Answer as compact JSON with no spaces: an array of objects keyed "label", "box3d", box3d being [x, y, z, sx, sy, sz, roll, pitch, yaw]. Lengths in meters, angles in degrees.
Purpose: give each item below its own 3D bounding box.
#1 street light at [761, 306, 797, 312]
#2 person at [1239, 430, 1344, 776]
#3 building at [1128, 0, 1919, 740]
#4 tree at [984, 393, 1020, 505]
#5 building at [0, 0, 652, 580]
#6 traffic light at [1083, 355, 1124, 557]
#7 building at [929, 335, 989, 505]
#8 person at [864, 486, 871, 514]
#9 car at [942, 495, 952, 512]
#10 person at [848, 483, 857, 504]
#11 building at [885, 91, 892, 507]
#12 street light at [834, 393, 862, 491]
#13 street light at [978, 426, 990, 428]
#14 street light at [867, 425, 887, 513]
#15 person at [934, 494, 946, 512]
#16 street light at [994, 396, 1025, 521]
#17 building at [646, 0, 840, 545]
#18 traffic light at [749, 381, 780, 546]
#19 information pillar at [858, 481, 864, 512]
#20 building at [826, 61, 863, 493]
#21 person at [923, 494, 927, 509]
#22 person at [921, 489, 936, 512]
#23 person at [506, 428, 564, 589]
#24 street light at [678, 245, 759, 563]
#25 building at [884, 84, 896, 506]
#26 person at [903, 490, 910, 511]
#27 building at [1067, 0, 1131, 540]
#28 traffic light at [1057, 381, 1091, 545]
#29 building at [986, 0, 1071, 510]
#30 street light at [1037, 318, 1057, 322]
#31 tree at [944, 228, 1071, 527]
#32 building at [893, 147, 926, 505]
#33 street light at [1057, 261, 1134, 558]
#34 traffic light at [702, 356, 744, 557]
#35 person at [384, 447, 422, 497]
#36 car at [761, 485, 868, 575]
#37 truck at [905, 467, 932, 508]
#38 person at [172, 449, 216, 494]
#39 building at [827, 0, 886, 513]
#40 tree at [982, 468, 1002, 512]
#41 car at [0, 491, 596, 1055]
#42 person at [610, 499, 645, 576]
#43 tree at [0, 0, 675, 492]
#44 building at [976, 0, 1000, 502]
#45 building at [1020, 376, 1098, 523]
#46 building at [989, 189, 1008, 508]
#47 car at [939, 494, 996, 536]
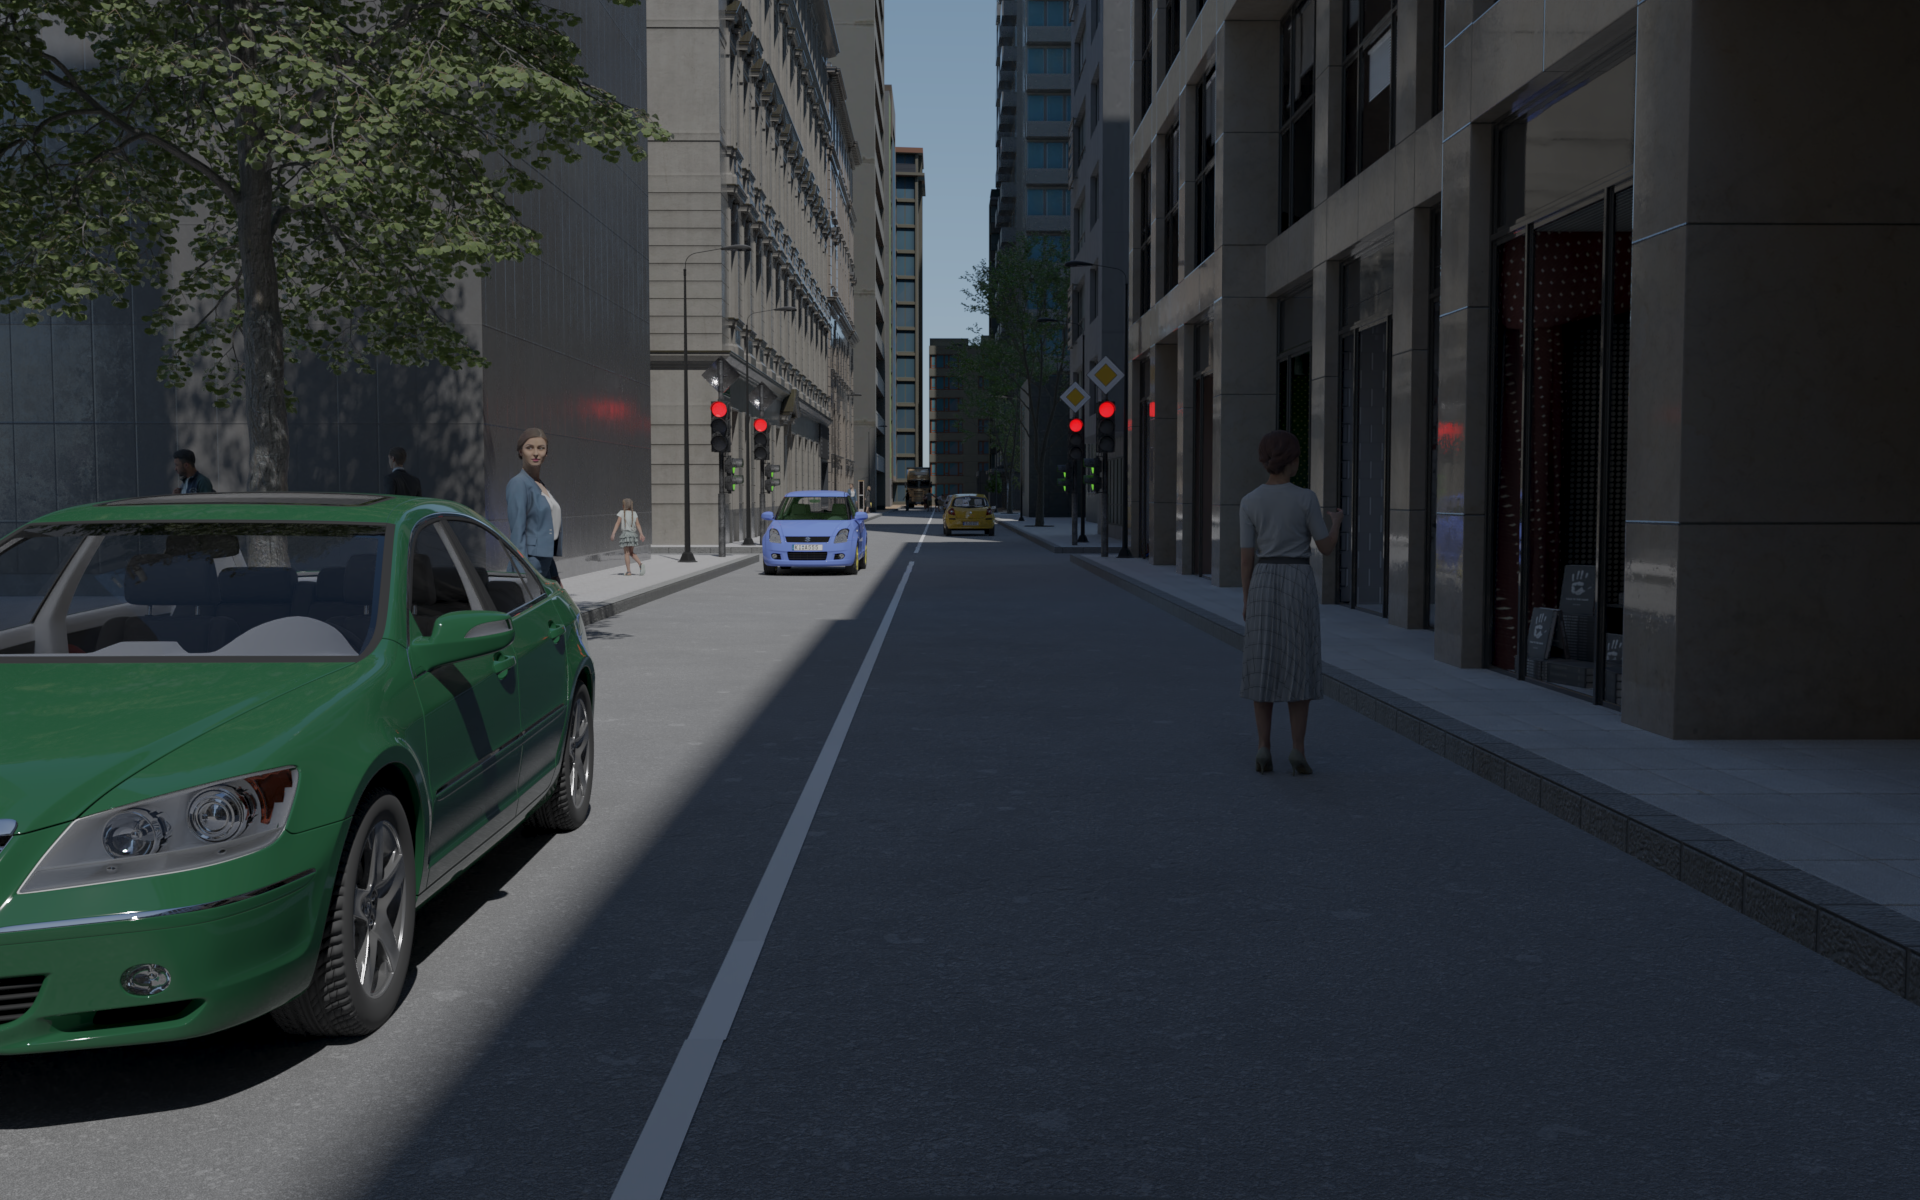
[{"label":"street light","box3d":[-4.735,-4.311,43.024,1.470,5.913,1.316,0,4,-1]},{"label":"person","box3d":[1.698,0.010,8.905,0.480,1.755,0.524,2,4,25]},{"label":"building","box3d":[13.219,-13.052,17.914,19.350,26.468,34.151,0,4,-1]},{"label":"tree","box3d":[3.621,-10.508,122.164,4.737,8.622,4.395,0,3,0]},{"label":"building","box3d":[-20.925,-12.769,27.844,30.058,24.678,14.314,0,4,-1]},{"label":"traffic light","box3d":[2.936,-2.833,35.245,0.839,4.253,0.868,0,4,-1]},{"label":"building","box3d":[10.681,-22.678,215.830,28.899,21.520,27.650,0,4,-1]},{"label":"person","box3d":[-6.239,-6.555,113.427,0.699,1.804,1.509,3,4,36]},{"label":"car","box3d":[-0.282,-7.084,128.179,2.083,1.381,4.827,0,4,-1]},{"label":"person","box3d":[-5.453,-4.961,87.174,0.581,1.822,0.654,0,4,-5]},{"label":"building","box3d":[-14.014,-29.782,170.525,14.154,41.232,14.086,0,4,-1]},{"label":"street light","box3d":[-5.230,-6.573,80.011,1.470,5.913,1.316,0,4,-1]},{"label":"street light","box3d":[1.924,-8.906,118.146,1.470,5.913,1.316,0,4,-1]},{"label":"street light","box3d":[-5.600,-8.829,116.902,1.470,5.913,1.316,0,4,-1]},{"label":"person","box3d":[-1.612,-7.658,136.896,0.799,1.438,0.628,-2,4,-31]},{"label":"street light","box3d":[2.372,-6.693,81.972,1.470,5.913,1.316,0,4,-1]},{"label":"building","box3d":[-14.065,-17.591,64.035,17.030,29.872,44.131,0,4,-1]},{"label":"traffic light","box3d":[-4.910,-3.316,43.131,0.839,4.253,0.868,0,4,-1]},{"label":"information pillar","box3d":[-5.420,-5.533,94.951,0.304,2.012,0.304,0,4,-4]},{"label":"building","box3d":[-12.309,-18.436,98.686,12.463,27.353,25.104,0,4,-1]},{"label":"person","box3d":[-3.295,-9.250,162.921,0.628,1.438,0.799,-2,4,-26]},{"label":"person","box3d":[-2.485,-8.151,141.776,1.348,1.824,0.705,0,4,-1]},{"label":"person","box3d":[-2.586,-0.109,10.314,0.654,1.822,0.581,1,4,22]},{"label":"street light","box3d":[-4.580,-3.660,32.387,1.470,5.913,1.316,0,4,-1]},{"label":"building","box3d":[-14.191,-32.803,186.433,14.200,45.320,14.600,0,4,-1]},{"label":"person","box3d":[-4.555,-8.552,148.346,0.705,1.822,1.348,1,4,20]},{"label":"building","box3d":[10.455,-22.258,47.521,14.086,41.232,14.154,0,4,-1]},{"label":"traffic light","box3d":[2.850,-3.322,43.230,0.839,4.253,0.868,0,4,-1]},{"label":"building","box3d":[14.262,-32.032,143.326,23.786,49.044,30.456,0,4,-1]},{"label":"street light","box3d":[2.716,-4.480,45.797,1.470,5.913,1.316,0,4,-1]},{"label":"tree","box3d":[3.152,-8.678,67.640,9.928,11.665,9.643,0,3,0]},{"label":"building","box3d":[-18.666,-34.077,211.783,28.867,44.769,22.147,0,4,-1]},{"label":"street light","box3d":[2.774,-3.797,34.624,1.470,5.913,1.316,0,4,-1]},{"label":"traffic light","box3d":[-4.825,-2.827,35.146,0.839,4.253,0.868,0,4,-1]},{"label":"person","box3d":[-6.817,-0.923,20.916,0.755,1.850,0.659,2,4,32]},{"label":"car","box3d":[-2.634,-1.362,31.855,1.945,1.707,3.694,0,4,0]},{"label":"truck","box3d":[-4.331,-11.825,182.246,2.839,4.237,11.283,0,4,-1]},{"label":"person","box3d":[-8.540,-0.793,19.348,0.623,1.781,0.721,2,4,28]},{"label":"building","box3d":[-16.566,-30.862,128.297,21.300,48.544,21.600,0,4,-1]},{"label":"tree","box3d":[2.691,-8.140,127.684,1.663,3.219,1.824,0,3,0]},{"label":"car","box3d":[-2.489,0.351,6.060,2.131,1.459,4.920,0,4,-2]},{"label":"person","box3d":[-5.202,-0.981,27.105,0.505,1.210,0.382,-3,4,-37]},{"label":"tree","box3d":[-5.974,-5.875,14.181,7.486,12.596,7.792,0,3,0]},{"label":"building","box3d":[12.132,-45.514,182.410,20.563,71.187,20.611,0,4,-1]},{"label":"building","box3d":[14.987,-47.388,87.460,22.319,86.520,31.000,0,4,-1]},{"label":"building","box3d":[9.716,-24.134,166.299,14.160,30.474,14.107,0,4,-1]},{"label":"car","box3d":[0.286,-3.078,60.544,2.015,1.641,3.980,0,4,-2]}]
